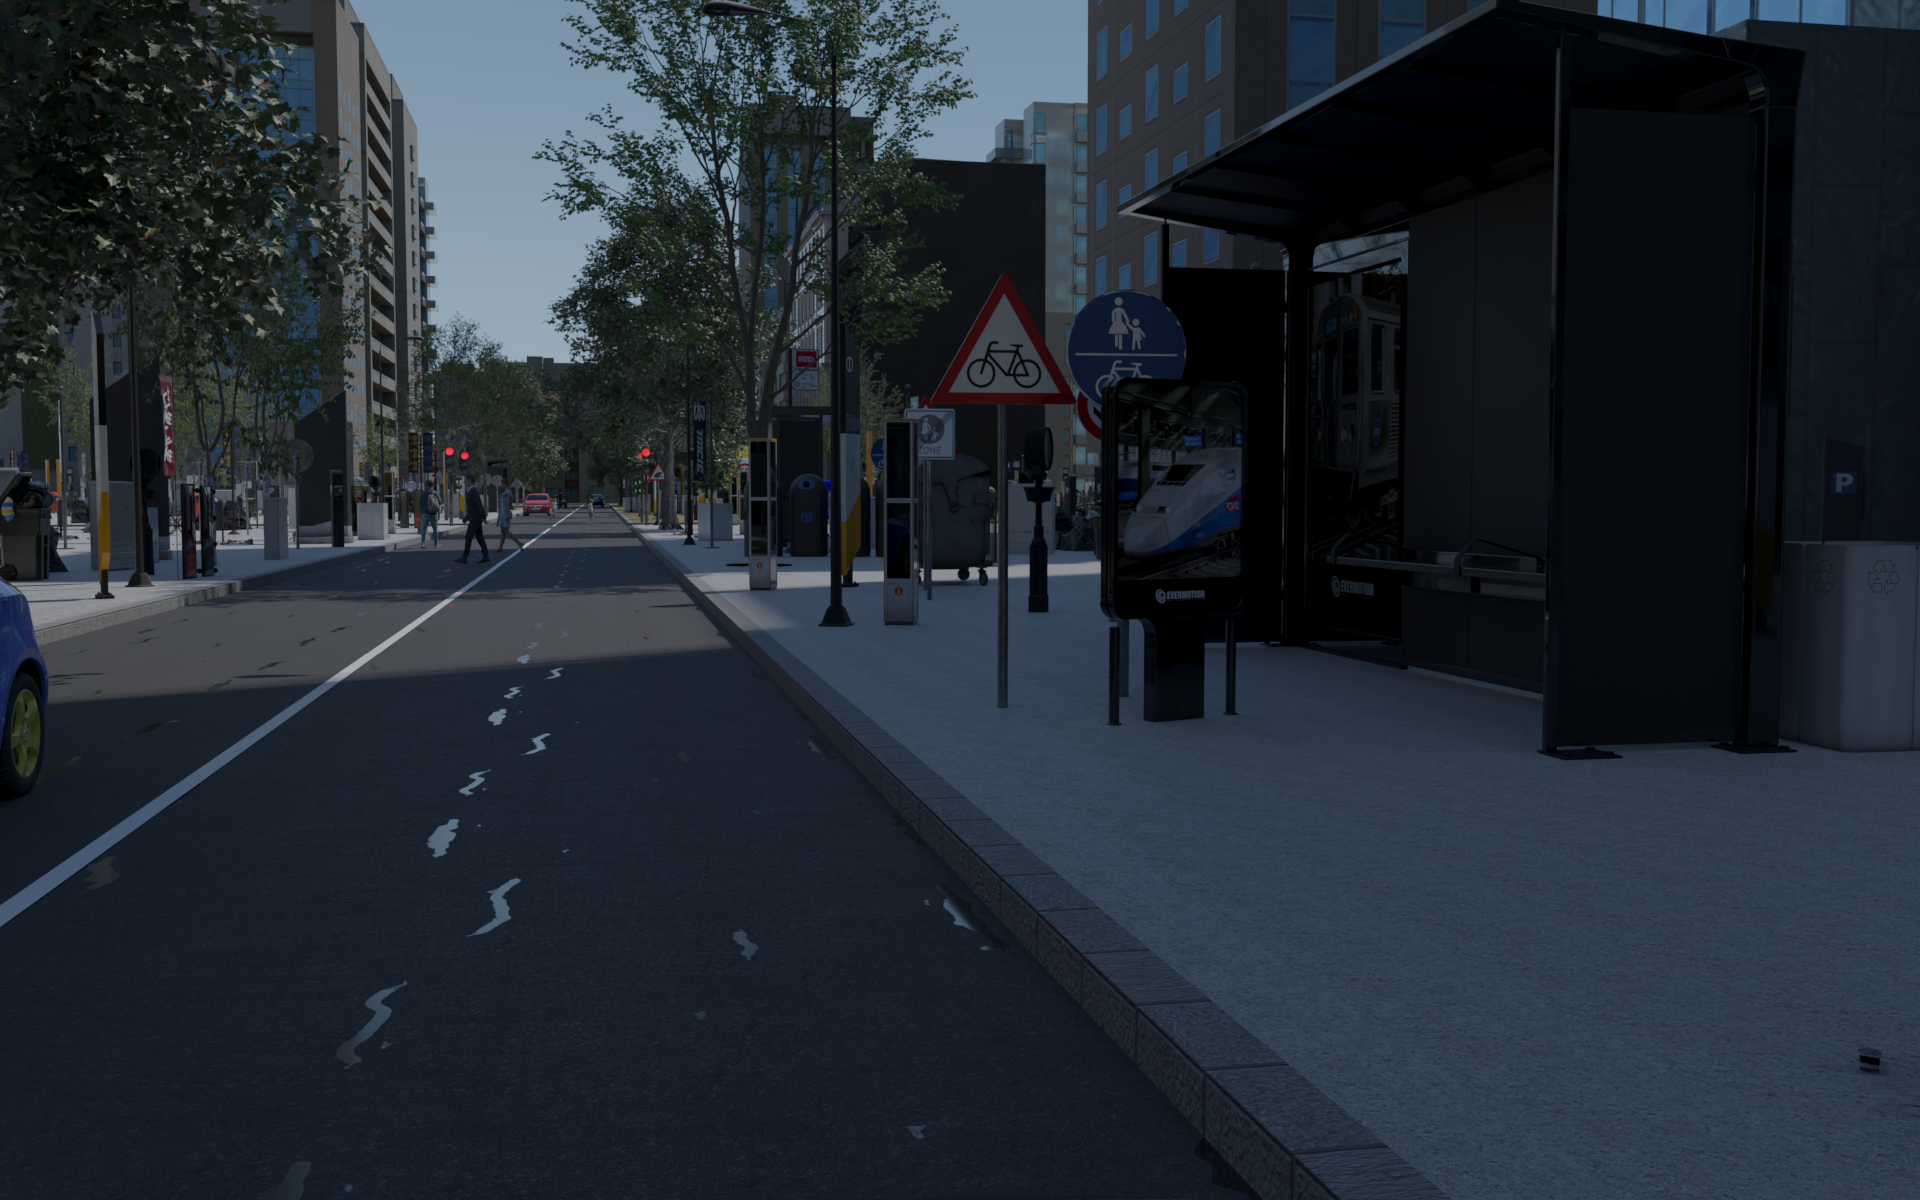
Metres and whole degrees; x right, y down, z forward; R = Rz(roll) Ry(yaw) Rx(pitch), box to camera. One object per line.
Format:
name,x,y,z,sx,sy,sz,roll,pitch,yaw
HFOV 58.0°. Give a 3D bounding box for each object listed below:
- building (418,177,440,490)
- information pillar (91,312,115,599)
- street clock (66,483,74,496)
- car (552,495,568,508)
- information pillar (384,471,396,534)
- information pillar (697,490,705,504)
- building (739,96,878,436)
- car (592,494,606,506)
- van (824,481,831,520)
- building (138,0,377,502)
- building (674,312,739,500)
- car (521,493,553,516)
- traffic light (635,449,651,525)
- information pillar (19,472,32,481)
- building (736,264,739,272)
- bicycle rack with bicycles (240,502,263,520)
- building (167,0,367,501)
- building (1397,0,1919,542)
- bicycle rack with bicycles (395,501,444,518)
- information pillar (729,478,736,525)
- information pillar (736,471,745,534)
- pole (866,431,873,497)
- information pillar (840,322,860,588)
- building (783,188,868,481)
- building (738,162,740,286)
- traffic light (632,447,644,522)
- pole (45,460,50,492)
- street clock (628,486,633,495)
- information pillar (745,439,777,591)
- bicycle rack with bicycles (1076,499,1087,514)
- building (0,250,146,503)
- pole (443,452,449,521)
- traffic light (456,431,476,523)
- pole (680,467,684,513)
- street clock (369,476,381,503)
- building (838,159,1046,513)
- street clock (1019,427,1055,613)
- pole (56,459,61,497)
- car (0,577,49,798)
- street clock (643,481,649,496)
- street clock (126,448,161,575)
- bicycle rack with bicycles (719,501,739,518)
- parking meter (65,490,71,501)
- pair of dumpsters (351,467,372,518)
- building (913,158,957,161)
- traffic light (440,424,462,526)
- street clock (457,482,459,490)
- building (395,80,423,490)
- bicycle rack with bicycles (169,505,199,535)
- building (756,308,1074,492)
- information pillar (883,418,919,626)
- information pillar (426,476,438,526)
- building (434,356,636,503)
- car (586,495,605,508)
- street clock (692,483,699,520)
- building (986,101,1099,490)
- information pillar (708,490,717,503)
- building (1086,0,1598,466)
building,-91.125,-38.575,250.310,30.456,49.044,23.786,-1,4,-12
information pillar,-10.467,-1.820,21.106,0.183,3.616,0.504,-2,4,-32
street clock,-57.291,-6.542,111.529,0.471,2.002,0.358,2,4,26
car,-42.038,-10.328,181.438,1.945,1.354,3.894,-1,4,-12
information pillar,-18.320,-3.127,55.618,0.304,2.012,0.304,0,4,-8
information pillar,-14.874,-6.592,99.139,0.504,3.616,0.183,-3,4,-37
building,-17.324,-33.380,195.876,14.600,45.320,14.200,-1,4,-12
car,-44.418,-12.251,212.095,2.131,1.459,4.920,-1,4,-12
van,-6.277,-4.426,76.753,5.245,2.365,2.240,-1,4,-13
building,-67.938,-33.428,170.257,21.300,48.544,21.600,-1,4,-12
building,-40.071,-29.666,256.745,14.107,30.474,14.160,-1,4,-12
car,-27.626,-6.383,113.408,2.155,1.783,4.494,-1,4,-10
traffic light,-12.849,-5.008,70.803,0.839,4.253,0.868,-1,4,-12
information pillar,-31.739,-3.323,58.816,0.304,2.012,0.304,1,4,20
building,-23.316,-35.323,269.411,23.993,40.220,32.217,-1,4,-12
bicycle rack with bicycles,-34.951,-4.314,83.909,2.852,0.926,2.925,-3,5,-45
building,-60.947,-30.766,153.129,14.600,45.320,14.200,-1,4,-12
building,22.602,-43.180,18.663,22.319,86.520,31.000,-1,4,-12
bicycle rack with bicycles,-29.777,-4.984,94.875,2.925,0.926,2.852,3,5,42
information pillar,-9.286,-4.066,70.970,0.304,2.012,0.304,-1,4,-21
information pillar,-6.902,-3.114,55.408,0.304,2.012,0.304,0,4,-4
pole,-2.958,-3.833,56.515,0.158,3.312,0.155,0,3,0
information pillar,-1.521,-1.991,23.903,0.183,3.616,0.504,1,4,22
building,-7.062,-21.151,143.075,12.463,27.353,25.104,-1,4,-12
building,-19.825,-32.195,209.988,14.154,41.232,14.086,-1,4,-12
traffic light,-14.479,-5.486,78.620,0.839,4.253,0.868,-1,4,-12
pole,-54.141,-6.665,102.819,0.158,3.312,0.155,0,3,0
street clock,-27.692,-8.629,145.650,0.471,2.002,0.358,3,5,45
information pillar,-2.626,-1.136,23.073,0.304,2.012,0.304,1,4,12
bicycle rack with bicycles,9.407,-6.675,122.524,2.925,0.926,2.852,2,4,33
building,-98.070,-39.641,190.136,28.212,58.520,21.231,-1,4,-12
pole,-24.766,-5.479,83.424,0.158,3.312,0.155,0,3,0
traffic light,-21.976,-5.390,77.046,0.839,4.253,0.868,-1,4,-12
pole,-19.137,-7.674,119.312,0.158,3.312,0.155,0,3,0
street clock,-23.140,-3.918,68.631,0.471,2.002,0.358,1,4,22
building,-1.864,-17.965,123.407,12.332,23.373,15.834,-1,4,-12
street clock,0.854,-0.869,18.778,0.358,2.002,0.471,1,4,15
pole,-53.100,-6.619,102.070,0.158,3.312,0.155,0,3,0
car,-4.986,0.171,6.799,1.945,1.707,3.694,-1,4,-12
street clock,-17.241,-5.544,95.212,0.358,2.002,0.471,0,4,-2
street clock,-12.881,-1.394,27.370,0.471,2.002,0.358,-3,5,-41
bicycle rack with bicycles,-12.313,-4.936,94.090,2.925,0.926,2.852,-2,4,-34
parking meter,-53.975,-5.897,104.834,0.372,1.533,0.369,0,3,0
pair of dumpsters,-21.626,-3.550,60.533,1.574,2.255,4.437,-1,4,-12
building,-3.720,-32.419,213.647,14.086,41.232,14.154,-1,4,-12
traffic light,-20.346,-4.912,69.229,0.839,4.253,0.868,-1,4,-12
street clock,-30.142,-6.088,104.107,0.358,2.002,0.471,-2,4,-31
building,-72.924,-34.972,195.488,21.600,48.544,21.300,-1,4,-12
bicycle rack with bicycles,-25.187,-2.531,54.762,2.925,0.926,2.852,1,4,23
building,-5.651,-20.265,176.365,27.650,21.520,28.899,-1,4,-12
information pillar,-0.578,-0.765,16.992,0.304,2.012,0.304,0,4,8
information pillar,-21.028,-3.945,69.000,0.304,2.012,0.304,1,4,20
building,-62.571,-25.355,259.590,28.899,21.520,27.650,-1,4,-12
car,-38.397,-10.388,182.424,1.945,1.354,3.894,-1,4,-11
street clock,-12.866,-4.887,84.471,0.358,2.002,0.471,1,4,20
building,19.100,-36.297,213.063,30.456,49.044,23.786,-1,4,-12
information pillar,-13.763,-6.424,96.390,0.504,3.616,0.183,-1,4,-20
building,12.589,-24.679,53.611,14.600,45.320,14.200,-1,4,-12
